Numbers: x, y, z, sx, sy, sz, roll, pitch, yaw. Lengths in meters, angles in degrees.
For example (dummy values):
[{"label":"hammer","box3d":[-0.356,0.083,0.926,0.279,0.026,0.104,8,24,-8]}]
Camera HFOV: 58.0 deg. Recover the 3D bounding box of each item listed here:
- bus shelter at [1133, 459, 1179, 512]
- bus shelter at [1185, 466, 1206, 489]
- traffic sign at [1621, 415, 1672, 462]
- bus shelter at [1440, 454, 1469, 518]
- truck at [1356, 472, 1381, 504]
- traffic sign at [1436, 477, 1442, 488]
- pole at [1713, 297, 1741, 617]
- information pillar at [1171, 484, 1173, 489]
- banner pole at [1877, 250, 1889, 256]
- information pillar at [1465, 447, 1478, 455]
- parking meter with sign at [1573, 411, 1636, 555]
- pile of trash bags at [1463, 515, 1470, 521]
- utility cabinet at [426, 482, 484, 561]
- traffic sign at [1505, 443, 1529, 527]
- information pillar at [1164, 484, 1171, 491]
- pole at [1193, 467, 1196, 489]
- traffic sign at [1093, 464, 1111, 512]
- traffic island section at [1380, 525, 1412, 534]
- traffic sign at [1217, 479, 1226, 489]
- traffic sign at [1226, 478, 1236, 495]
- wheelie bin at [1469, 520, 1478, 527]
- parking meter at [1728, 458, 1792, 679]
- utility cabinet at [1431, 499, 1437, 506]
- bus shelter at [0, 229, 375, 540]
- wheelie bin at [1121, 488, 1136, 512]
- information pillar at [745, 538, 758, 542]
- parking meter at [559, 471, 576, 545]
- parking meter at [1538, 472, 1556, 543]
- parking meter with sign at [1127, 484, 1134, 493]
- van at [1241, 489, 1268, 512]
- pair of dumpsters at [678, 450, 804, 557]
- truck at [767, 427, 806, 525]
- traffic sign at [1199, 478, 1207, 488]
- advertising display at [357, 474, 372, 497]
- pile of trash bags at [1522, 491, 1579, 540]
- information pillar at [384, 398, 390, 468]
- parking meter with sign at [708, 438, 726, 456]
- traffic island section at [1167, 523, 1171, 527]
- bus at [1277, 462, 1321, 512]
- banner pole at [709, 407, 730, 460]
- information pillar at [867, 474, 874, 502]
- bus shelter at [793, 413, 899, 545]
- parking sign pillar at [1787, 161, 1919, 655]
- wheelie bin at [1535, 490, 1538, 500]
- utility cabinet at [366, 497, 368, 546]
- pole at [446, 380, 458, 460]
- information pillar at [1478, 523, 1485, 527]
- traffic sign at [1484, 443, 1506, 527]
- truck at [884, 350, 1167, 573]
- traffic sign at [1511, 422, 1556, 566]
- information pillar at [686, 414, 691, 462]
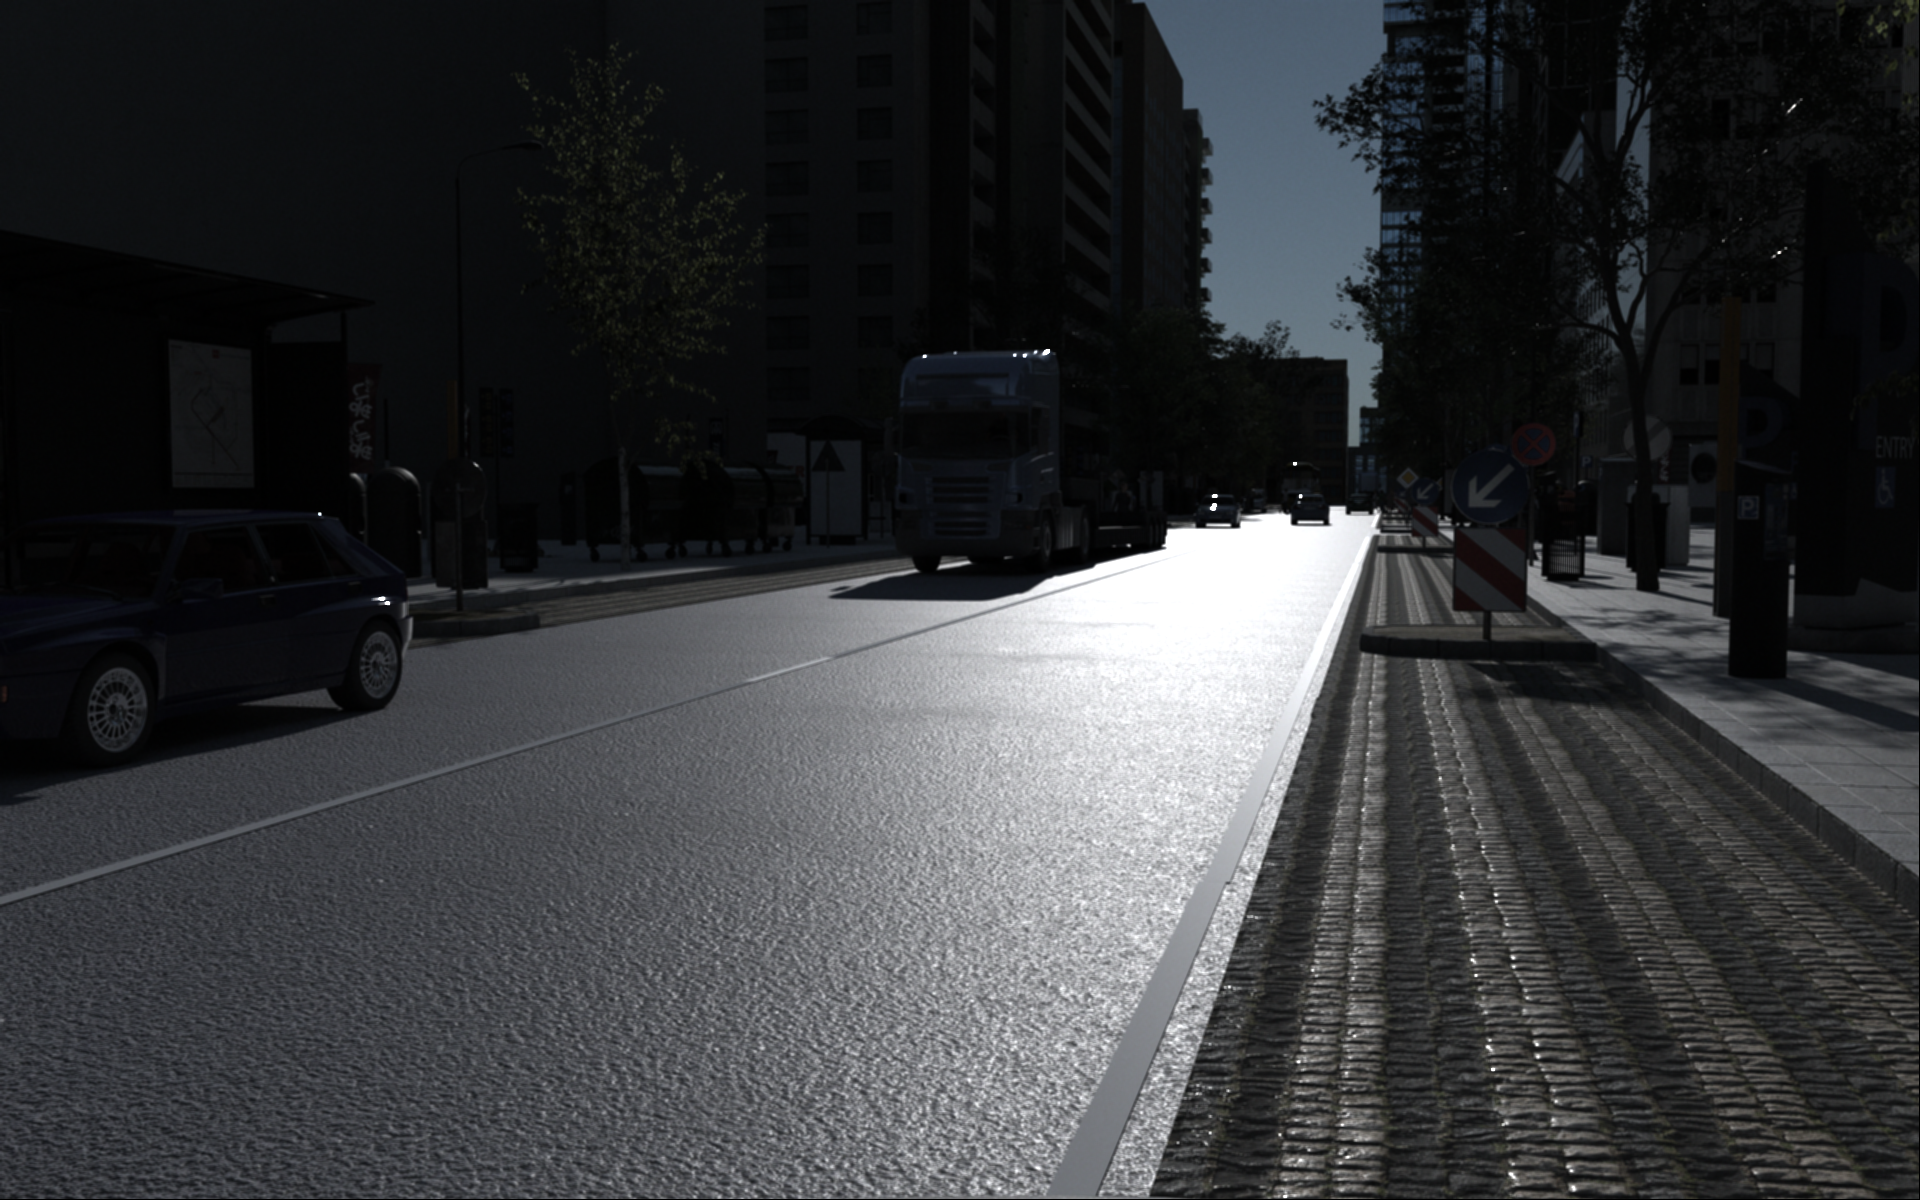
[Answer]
[{"label":"bus shelter","box3d":[11.632,-6.654,102.712,2.014,3.302,5.546,1,4,14]},{"label":"bus shelter","box3d":[16.989,-8.136,126.952,2.014,3.302,5.546,1,4,14]},{"label":"traffic sign","box3d":[11.019,-1.697,27.857,0.768,2.556,0.104,1,4,16]},{"label":"bus shelter","box3d":[26.063,-5.887,90.176,2.014,3.302,5.546,1,4,14]},{"label":"truck","box3d":[48.482,-13.204,205.636,2.967,4.110,18.799,1,4,13]},{"label":"traffic sign","box3d":[31.974,-6.957,114.937,0.795,2.450,0.064,1,4,18]},{"label":"pole","box3d":[7.995,-1.481,18.050,0.158,3.312,0.155,0,3,0]},{"label":"information pillar","box3d":[15.729,-7.650,129.574,0.304,2.012,0.304,3,5,43]},{"label":"banner pole","box3d":[9.357,-1.715,18.058,0.401,3.779,0.863,-1,4,-20]},{"label":"information pillar","box3d":[25.396,-5.776,85.784,0.504,3.616,0.183,2,4,26]},{"label":"parking meter with sign","box3d":[13.850,-2.460,36.475,1.738,3.016,0.543,0,4,7]},{"label":"pile of trash bags","box3d":[23.991,-4.307,80.168,1.912,1.369,3.447,0,3,0]},{"label":"utility cabinet","box3d":[-9.477,-1.460,32.552,1.173,1.500,0.318,2,4,28]},{"label":"traffic sign","box3d":[13.066,-2.463,40.381,0.768,2.556,0.104,2,4,23]},{"label":"information pillar","box3d":[14.742,-7.311,124.020,0.304,2.012,0.304,-2,4,-32]},{"label":"pole","box3d":[16.354,-7.761,120.735,0.158,3.312,0.155,0,3,0]},{"label":"traffic sign","box3d":[6.072,-4.532,74.207,0.768,2.556,0.104,1,4,19]},{"label":"traffic island section","box3d":[16.594,-2.559,64.128,2.009,0.180,2.903,1,4,14]},{"label":"traffic sign","box3d":[22.412,-9.067,148.352,0.768,2.556,0.104,1,4,22]},{"label":"traffic sign","box3d":[21.625,-8.450,138.267,0.768,2.556,0.104,1,4,15]},{"label":"wheelie bin","box3d":[18.307,-3.238,60.854,0.980,1.594,0.693,3,5,44]},{"label":"parking meter","box3d":[5.613,-0.229,12.149,0.372,1.533,0.369,0,3,0]},{"label":"utility cabinet","box3d":[38.035,-7.864,139.736,1.020,1.237,0.306,1,4,22]},{"label":"bus shelter","box3d":[-8.674,-1.657,18.374,1.731,3.624,6.357,1,4,14]},{"label":"wheelie bin","box3d":[8.655,-5.006,89.751,0.980,1.594,0.693,1,4,17]},{"label":"information pillar","box3d":[-5.633,-2.577,46.633,0.304,2.012,0.304,1,4,9]},{"label":"parking meter","box3d":[-9.817,-2.300,43.312,0.399,1.863,0.255,-1,4,-21]},{"label":"parking meter","box3d":[15.267,-2.407,45.066,0.399,1.863,0.255,-1,4,-16]},{"label":"parking meter with sign","box3d":[12.584,-8.132,129.220,1.738,3.016,0.543,0,4,-7]},{"label":"van","box3d":[22.769,-7.752,133.763,2.013,2.044,4.112,1,4,14]},{"label":"pair of dumpsters","box3d":[-4.758,-2.110,36.987,1.574,2.255,4.437,1,4,14]},{"label":"truck","box3d":[-9.937,-5.264,74.972,11.283,4.237,2.839,1,4,16]},{"label":"traffic sign","box3d":[18.972,-8.286,135.577,0.768,2.556,0.104,1,4,14]},{"label":"advertising display","box3d":[-15.438,-2.422,44.811,0.123,1.923,0.974,-3,5,-40]},{"label":"pile of trash bags","box3d":[16.510,-2.379,48.647,1.912,1.369,3.447,0,4,-4]},{"label":"information pillar","box3d":[-14.080,-3.134,42.590,0.183,3.616,0.504,-1,4,-16]},{"label":"parking meter with sign","box3d":[-7.681,-3.492,53.359,0.543,3.016,1.738,0,4,6]},{"label":"traffic island section","box3d":[7.982,-3.192,74.474,2.009,0.180,2.903,1,4,14]},{"label":"bus","box3d":[27.151,-8.950,137.873,2.896,3.916,12.252,1,4,14]},{"label":"banner pole","box3d":[-6.894,-3.670,50.015,0.863,3.779,0.401,2,4,26]},{"label":"information pillar","box3d":[-3.298,-3.546,62.469,0.304,2.012,0.304,3,4,38]},{"label":"bus shelter","box3d":[-2.539,-3.175,45.831,2.014,3.302,5.546,1,4,14]},{"label":"parking sign pillar","box3d":[7.523,-1.588,14.438,1.447,3.967,1.447,-3,4,-37]},{"label":"wheelie bin","box3d":[39.741,-6.830,119.572,0.693,1.594,0.980,0,4,5]},{"label":"utility cabinet","box3d":[-13.621,-1.787,40.379,1.020,1.237,0.306,-2,4,-24]},{"label":"pole","box3d":[-9.101,-2.279,31.103,0.158,3.312,0.155,0,3,0]},{"label":"information pillar","box3d":[13.989,-2.542,46.046,0.304,2.012,0.304,-3,4,-39]},{"label":"traffic sign","box3d":[13.463,-2.659,43.587,0.768,2.556,0.104,1,4,19]},{"label":"truck","box3d":[2.148,-2.969,38.310,2.967,4.110,18.799,1,4,14]},{"label":"traffic sign","box3d":[10.192,-1.879,30.829,0.768,2.556,0.104,1,4,18]},{"label":"information pillar","box3d":[-7.894,-3.608,50.348,0.183,3.616,0.504,0,4,-3]}]
